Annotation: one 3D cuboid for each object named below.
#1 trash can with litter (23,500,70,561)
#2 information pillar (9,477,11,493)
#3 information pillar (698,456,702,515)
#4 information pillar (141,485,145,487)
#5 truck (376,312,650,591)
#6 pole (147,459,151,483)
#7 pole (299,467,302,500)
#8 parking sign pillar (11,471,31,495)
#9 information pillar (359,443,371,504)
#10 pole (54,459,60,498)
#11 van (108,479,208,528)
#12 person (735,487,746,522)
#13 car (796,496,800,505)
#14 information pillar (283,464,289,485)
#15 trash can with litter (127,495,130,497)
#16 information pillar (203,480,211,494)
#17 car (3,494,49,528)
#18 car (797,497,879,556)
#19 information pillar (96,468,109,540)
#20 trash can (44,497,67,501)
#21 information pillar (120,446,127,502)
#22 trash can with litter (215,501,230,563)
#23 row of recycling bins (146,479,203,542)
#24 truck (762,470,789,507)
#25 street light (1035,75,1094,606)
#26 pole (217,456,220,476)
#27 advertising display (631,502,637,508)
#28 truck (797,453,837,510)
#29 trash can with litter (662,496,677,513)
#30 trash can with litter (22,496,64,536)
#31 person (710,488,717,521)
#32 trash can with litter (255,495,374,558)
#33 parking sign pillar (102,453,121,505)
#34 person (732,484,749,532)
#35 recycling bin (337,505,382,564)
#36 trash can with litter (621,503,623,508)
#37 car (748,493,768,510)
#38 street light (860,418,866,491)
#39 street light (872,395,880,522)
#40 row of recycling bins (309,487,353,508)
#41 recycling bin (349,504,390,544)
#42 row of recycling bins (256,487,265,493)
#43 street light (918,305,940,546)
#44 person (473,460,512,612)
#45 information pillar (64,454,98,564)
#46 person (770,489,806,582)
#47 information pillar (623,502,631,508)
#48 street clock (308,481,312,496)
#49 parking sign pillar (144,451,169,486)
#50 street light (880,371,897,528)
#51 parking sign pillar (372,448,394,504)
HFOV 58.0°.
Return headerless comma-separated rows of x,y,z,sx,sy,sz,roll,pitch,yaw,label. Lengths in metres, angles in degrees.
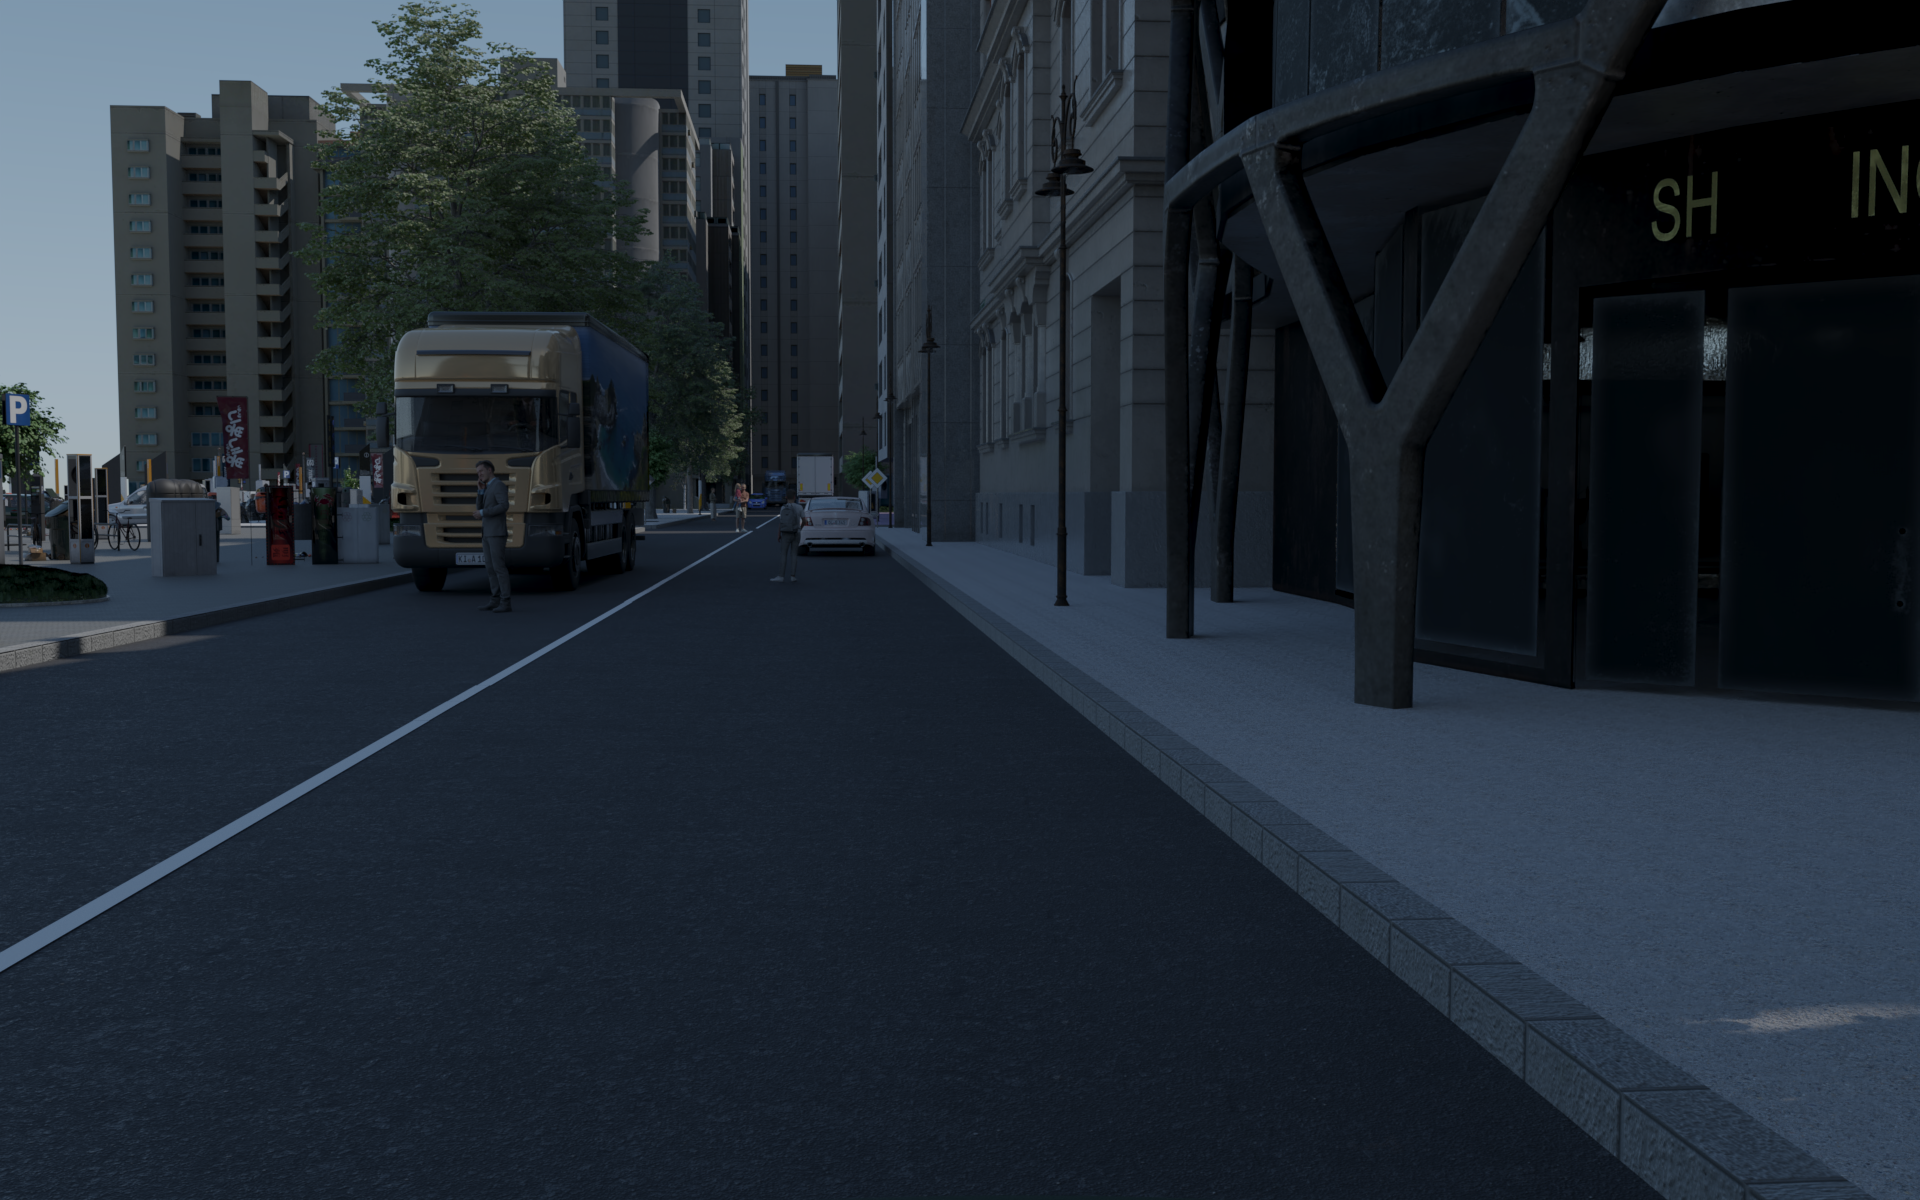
-17.520,-1.347,33.408,0.624,1.170,1.055,3,4,38,trash can with litter
-74.056,-8.794,135.139,0.504,3.616,0.183,2,4,33,information pillar
-15.895,-7.004,105.877,0.183,3.616,0.504,-1,4,-19,information pillar
-65.493,-8.226,138.981,0.304,2.012,0.304,2,4,33,information pillar
-7.073,-2.451,28.992,2.839,4.237,11.283,0,4,-4,truck
-47.360,-6.568,101.224,0.158,3.312,0.155,0,3,0,pole
-50.027,-8.416,131.438,0.158,3.312,0.155,0,3,0,pole
-71.211,-8.739,131.358,1.447,3.967,1.447,-1,4,-21,parking sign pillar
-27.233,-5.381,79.340,0.504,3.616,0.183,-1,4,-14,information pillar
-52.378,-6.522,100.479,0.158,3.312,0.155,0,3,0,pole
-31.615,-3.716,67.764,4.112,2.044,2.013,0,4,-6,van
-11.182,-4.844,87.877,0.709,1.800,0.728,2,4,26,person
-14.246,-9.072,160.332,2.014,1.417,4.499,0,4,-5,car
-52.688,-8.812,135.432,0.504,3.616,0.183,2,4,31,information pillar
-63.544,-7.419,132.359,2.233,1.210,1.678,3,5,39,trash can with litter
-39.685,-5.309,91.292,0.304,2.012,0.304,-3,5,-44,information pillar
-36.354,-3.527,67.461,4.222,1.686,2.009,0,4,-6,car
-2.986,-1.791,41.647,2.083,1.381,4.827,0,4,-4,car
-24.147,-2.706,48.731,0.304,2.012,0.304,-2,4,-32,information pillar
-39.455,-3.898,75.386,0.748,1.137,0.748,0,3,0,trash can
-40.839,-5.703,84.597,0.504,3.616,0.183,3,5,40,information pillar
-13.996,-1.252,31.862,0.624,1.170,1.055,1,4,14,trash can with litter
-21.697,-2.502,48.020,1.069,1.692,3.534,-1,4,-12,row of recycling bins
-21.559,-13.055,203.199,2.967,4.110,18.799,0,4,-5,truck
1.169,-2.871,19.722,0.468,5.910,1.993,0,4,-5,street light
-40.052,-6.099,93.567,0.158,3.312,0.155,0,3,0,pole
-18.987,-5.773,99.607,0.123,1.923,0.974,2,4,34,advertising display
-10.302,-8.282,124.331,2.839,4.237,11.283,0,4,-4,truck
-19.484,-6.423,116.397,1.055,1.170,0.624,-1,4,-10,trash can with litter
-28.272,-2.594,53.470,1.678,1.210,2.233,1,4,20,trash can with litter
-12.995,-5.037,91.405,0.362,1.759,0.519,1,4,13,person
-13.052,-1.482,35.292,2.233,1.210,1.678,0,4,-5,trash can with litter
-53.845,-7.446,110.218,1.447,3.967,1.447,0,4,-3,parking sign pillar
-8.306,-3.483,65.414,0.573,1.828,0.580,2,4,25,person
-11.199,-1.198,32.144,0.722,1.027,0.722,-1,4,-23,recycling bin
-23.342,-6.566,118.409,1.678,1.210,2.233,2,4,25,trash can with litter
-18.824,-9.253,160.874,1.945,1.707,3.694,0,4,-5,car
-5.762,-7.973,103.141,0.468,5.910,1.993,0,4,-5,street light
-3.838,-6.594,80.592,0.468,5.910,1.993,0,4,-5,street light
-36.853,-5.792,101.814,3.534,1.692,1.069,2,4,29,row of recycling bins
-15.065,-1.936,44.206,0.722,1.027,0.722,2,4,29,recycling bin
-38.225,-5.410,95.561,1.069,1.692,3.534,-2,4,-26,row of recycling bins
-0.760,-4.261,42.462,0.468,5.910,1.993,0,4,-5,street light
-5.739,-0.786,21.157,0.447,1.846,0.655,-2,4,-35,person
-16.107,-1.666,31.729,0.304,2.012,0.304,2,4,27,information pillar
-2.810,-1.057,28.373,0.523,1.515,0.503,3,4,37,person
-14.727,-5.212,76.575,0.183,3.616,0.504,2,4,23,information pillar
-36.688,-5.722,98.120,0.471,2.002,0.358,-1,4,-17,street clock
-49.862,-7.280,107.503,1.447,3.967,1.447,-1,4,-8,parking sign pillar
-2.618,-5.645,65.076,0.468,5.910,1.993,0,4,-5,street light
-32.306,-6.661,97.382,1.447,3.967,1.447,0,4,-3,parking sign pillar
